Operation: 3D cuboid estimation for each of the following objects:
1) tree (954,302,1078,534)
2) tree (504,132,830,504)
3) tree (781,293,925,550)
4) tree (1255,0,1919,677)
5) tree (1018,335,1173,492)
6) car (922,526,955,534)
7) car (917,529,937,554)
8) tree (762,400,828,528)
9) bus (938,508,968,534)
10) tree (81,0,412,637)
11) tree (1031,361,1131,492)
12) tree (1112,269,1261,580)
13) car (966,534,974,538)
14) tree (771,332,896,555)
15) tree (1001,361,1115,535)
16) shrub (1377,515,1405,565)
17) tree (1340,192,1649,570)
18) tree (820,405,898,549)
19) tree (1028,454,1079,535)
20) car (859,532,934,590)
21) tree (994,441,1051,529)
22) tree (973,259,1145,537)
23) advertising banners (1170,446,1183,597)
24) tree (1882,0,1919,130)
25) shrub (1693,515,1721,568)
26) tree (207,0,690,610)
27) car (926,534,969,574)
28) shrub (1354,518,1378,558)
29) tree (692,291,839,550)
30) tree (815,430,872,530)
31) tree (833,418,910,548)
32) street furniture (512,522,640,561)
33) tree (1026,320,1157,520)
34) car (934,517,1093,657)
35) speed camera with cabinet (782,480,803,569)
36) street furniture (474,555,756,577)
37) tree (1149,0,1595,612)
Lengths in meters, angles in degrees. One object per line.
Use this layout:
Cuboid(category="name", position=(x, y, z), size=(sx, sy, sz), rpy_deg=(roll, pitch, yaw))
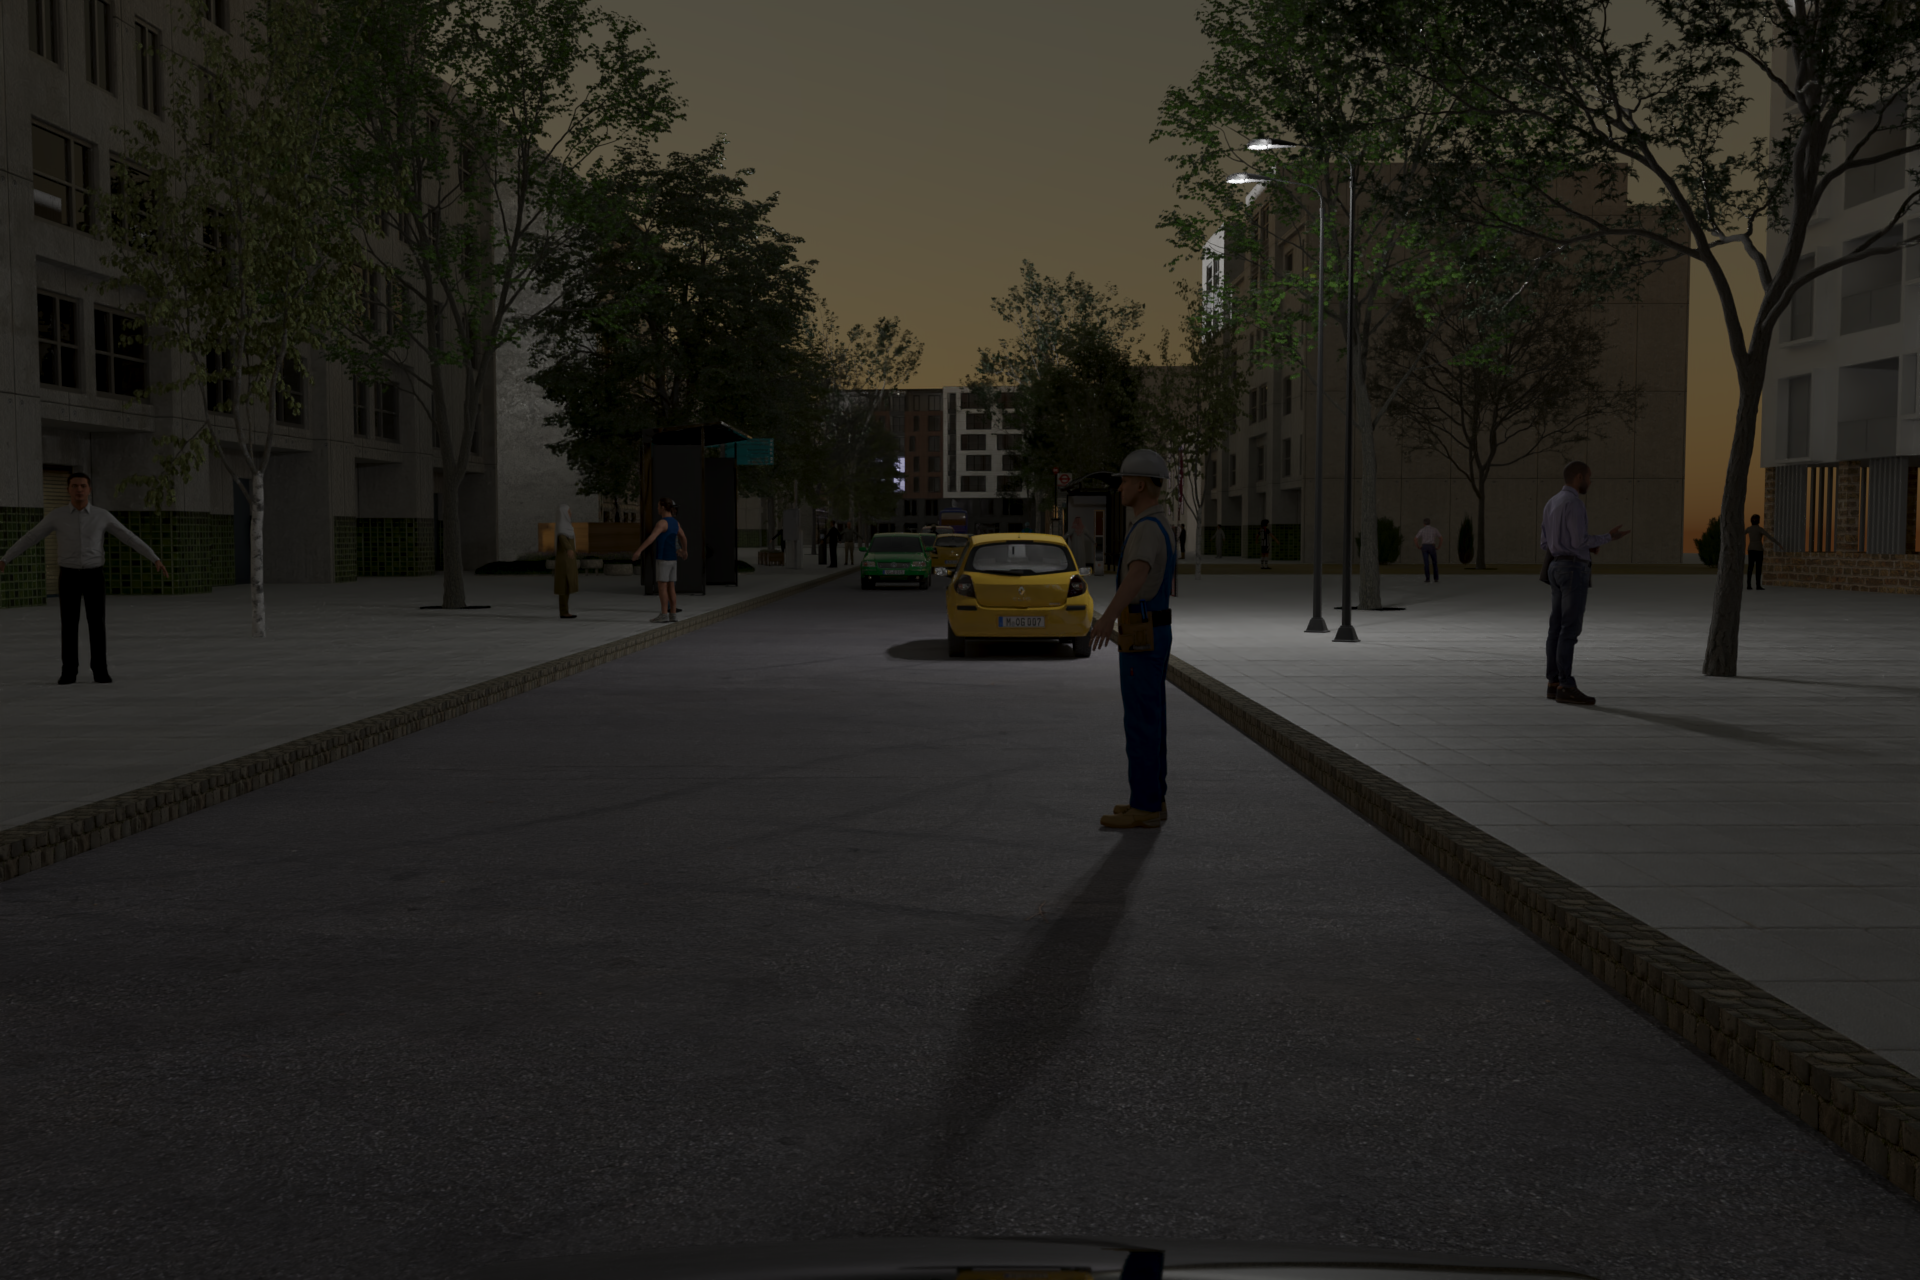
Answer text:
Cuboid(category="tree", position=(5.890, -17.571, 143.169), size=(12.611, 20.169, 13.585), rpy_deg=(0, 3, 0))
Cuboid(category="tree", position=(-8.990, -9.036, 54.392), size=(9.857, 13.997, 8.962), rpy_deg=(0, 3, 0))
Cuboid(category="tree", position=(-10.041, -17.230, 137.606), size=(12.611, 20.169, 13.585), rpy_deg=(0, 3, 0))
Cuboid(category="tree", position=(6.839, -4.930, 15.021), size=(8.767, 10.594, 7.601), rpy_deg=(0, 4, 3))
Cuboid(category="tree", position=(6.334, -9.040, 82.209), size=(8.767, 10.594, 7.601), rpy_deg=(2, 4, 32))
Cuboid(category="car", position=(-1.045, -4.434, 81.175), size=(2.281, 1.827, 5.304), rpy_deg=(0, 3, 0))
Cuboid(category="car", position=(-1.608, -3.794, 70.828), size=(1.959, 1.807, 4.718), rpy_deg=(0, 4, 0))
Cuboid(category="tree", position=(-8.679, -8.547, 90.108), size=(4.737, 8.622, 4.395), rpy_deg=(0, 3, 0))
Cuboid(category="bus", position=(-0.643, -10.382, 161.292), size=(2.896, 3.916, 12.251), rpy_deg=(0, 4, -1))
Cuboid(category="tree", position=(-8.839, -4.353, 21.539), size=(4.737, 8.622, 4.395), rpy_deg=(0, 3, 0))
Cuboid(category="tree", position=(5.604, -7.506, 73.091), size=(4.360, 8.622, 3.978), rpy_deg=(0, 3, 0))
Cuboid(category="tree", position=(6.601, -6.010, 48.621), size=(4.737, 8.622, 4.395), rpy_deg=(0, 3, 0))
Cuboid(category="car", position=(0.399, -6.972, 125.791), size=(2.131, 1.459, 4.920), rpy_deg=(0, 4, -1))
Cuboid(category="tree", position=(-8.962, -11.967, 106.035), size=(12.009, 13.543, 11.850), rpy_deg=(0, 3, 0))
Cuboid(category="tree", position=(6.320, -10.910, 104.130), size=(9.928, 11.665, 9.643), rpy_deg=(0, 3, 0))
Cuboid(category="shrub", position=(17.379, -4.104, 71.146), size=(1.661, 2.075, 1.752), rpy_deg=(0, 3, 0))
Cuboid(category="tree", position=(18.755, -9.285, 62.173), size=(12.009, 13.543, 11.850), rpy_deg=(0, 3, 0))
Cuboid(category="tree", position=(-9.169, -14.290, 151.776), size=(7.486, 12.596, 7.792), rpy_deg=(0, 3, 0))
Cuboid(category="tree", position=(6.607, -11.031, 130.716), size=(4.360, 8.622, 3.978), rpy_deg=(0, 3, 0))
Cuboid(category="car", position=(-1.669, -2.271, 45.920), size=(1.959, 1.807, 4.718), rpy_deg=(0, 3, 0))
Cuboid(category="tree", position=(6.634, -13.687, 158.197), size=(7.601, 10.594, 8.767), rpy_deg=(-3, 4, -38))
Cuboid(category="tree", position=(6.637, -16.067, 118.582), size=(12.611, 20.169, 13.585), rpy_deg=(0, 3, 0))
Cuboid(category="advertising banners", position=(4.400, -2.405, 35.510), size=(0.090, 3.025, 2.074), rpy_deg=(0, 3, 0))
Cuboid(category="tree", position=(6.357, -3.511, 7.768), size=(4.360, 8.622, 3.978), rpy_deg=(0, 3, 0))
Cuboid(category="shrub", position=(28.567, -3.721, 65.265), size=(1.690, 2.028, 1.600), rpy_deg=(0, 3, 0))
Cuboid(category="tree", position=(-8.614, -6.348, 29.545), size=(9.928, 11.665, 9.643), rpy_deg=(0, 3, 0))
Cuboid(category="car", position=(-0.261, -3.246, 63.290), size=(2.015, 1.641, 3.980), rpy_deg=(0, 4, 0))
Cuboid(category="shrub", position=(17.797, -4.297, 74.301), size=(1.661, 2.075, 1.752), rpy_deg=(0, 3, 0))
Cuboid(category="tree", position=(-9.254, -9.962, 81.011), size=(7.486, 12.596, 7.792), rpy_deg=(0, 3, 0))
Cuboid(category="tree", position=(-8.234, -10.192, 116.995), size=(4.737, 8.622, 4.395), rpy_deg=(0, 3, 0))
Cuboid(category="tree", position=(-8.335, -14.870, 161.252), size=(7.486, 12.596, 7.792), rpy_deg=(0, 3, 0))
Cuboid(category="street furniture", position=(-14.000, -3.691, 67.195), size=(9.812, 1.723, 11.010), rpy_deg=(-3, 4, -37))
Cuboid(category="tree", position=(6.958, -10.673, 92.631), size=(7.486, 12.596, 7.792), rpy_deg=(0, 3, 0))
Cuboid(category="car", position=(0.680, -0.695, 21.585), size=(2.015, 1.641, 3.980), rpy_deg=(0, 4, -1))
Cuboid(category="speed camera with cabinet", position=(-6.161, -4.247, 63.781), size=(0.660, 3.252, 2.038), rpy_deg=(0, 3, 0))
Cuboid(category="street furniture", position=(-10.594, -2.477, 56.118), size=(10.072, 0.657, 5.734), rpy_deg=(-3, 5, -44))
Cuboid(category="tree", position=(6.802, -6.316, 29.025), size=(9.928, 11.665, 9.643), rpy_deg=(0, 3, 0))
